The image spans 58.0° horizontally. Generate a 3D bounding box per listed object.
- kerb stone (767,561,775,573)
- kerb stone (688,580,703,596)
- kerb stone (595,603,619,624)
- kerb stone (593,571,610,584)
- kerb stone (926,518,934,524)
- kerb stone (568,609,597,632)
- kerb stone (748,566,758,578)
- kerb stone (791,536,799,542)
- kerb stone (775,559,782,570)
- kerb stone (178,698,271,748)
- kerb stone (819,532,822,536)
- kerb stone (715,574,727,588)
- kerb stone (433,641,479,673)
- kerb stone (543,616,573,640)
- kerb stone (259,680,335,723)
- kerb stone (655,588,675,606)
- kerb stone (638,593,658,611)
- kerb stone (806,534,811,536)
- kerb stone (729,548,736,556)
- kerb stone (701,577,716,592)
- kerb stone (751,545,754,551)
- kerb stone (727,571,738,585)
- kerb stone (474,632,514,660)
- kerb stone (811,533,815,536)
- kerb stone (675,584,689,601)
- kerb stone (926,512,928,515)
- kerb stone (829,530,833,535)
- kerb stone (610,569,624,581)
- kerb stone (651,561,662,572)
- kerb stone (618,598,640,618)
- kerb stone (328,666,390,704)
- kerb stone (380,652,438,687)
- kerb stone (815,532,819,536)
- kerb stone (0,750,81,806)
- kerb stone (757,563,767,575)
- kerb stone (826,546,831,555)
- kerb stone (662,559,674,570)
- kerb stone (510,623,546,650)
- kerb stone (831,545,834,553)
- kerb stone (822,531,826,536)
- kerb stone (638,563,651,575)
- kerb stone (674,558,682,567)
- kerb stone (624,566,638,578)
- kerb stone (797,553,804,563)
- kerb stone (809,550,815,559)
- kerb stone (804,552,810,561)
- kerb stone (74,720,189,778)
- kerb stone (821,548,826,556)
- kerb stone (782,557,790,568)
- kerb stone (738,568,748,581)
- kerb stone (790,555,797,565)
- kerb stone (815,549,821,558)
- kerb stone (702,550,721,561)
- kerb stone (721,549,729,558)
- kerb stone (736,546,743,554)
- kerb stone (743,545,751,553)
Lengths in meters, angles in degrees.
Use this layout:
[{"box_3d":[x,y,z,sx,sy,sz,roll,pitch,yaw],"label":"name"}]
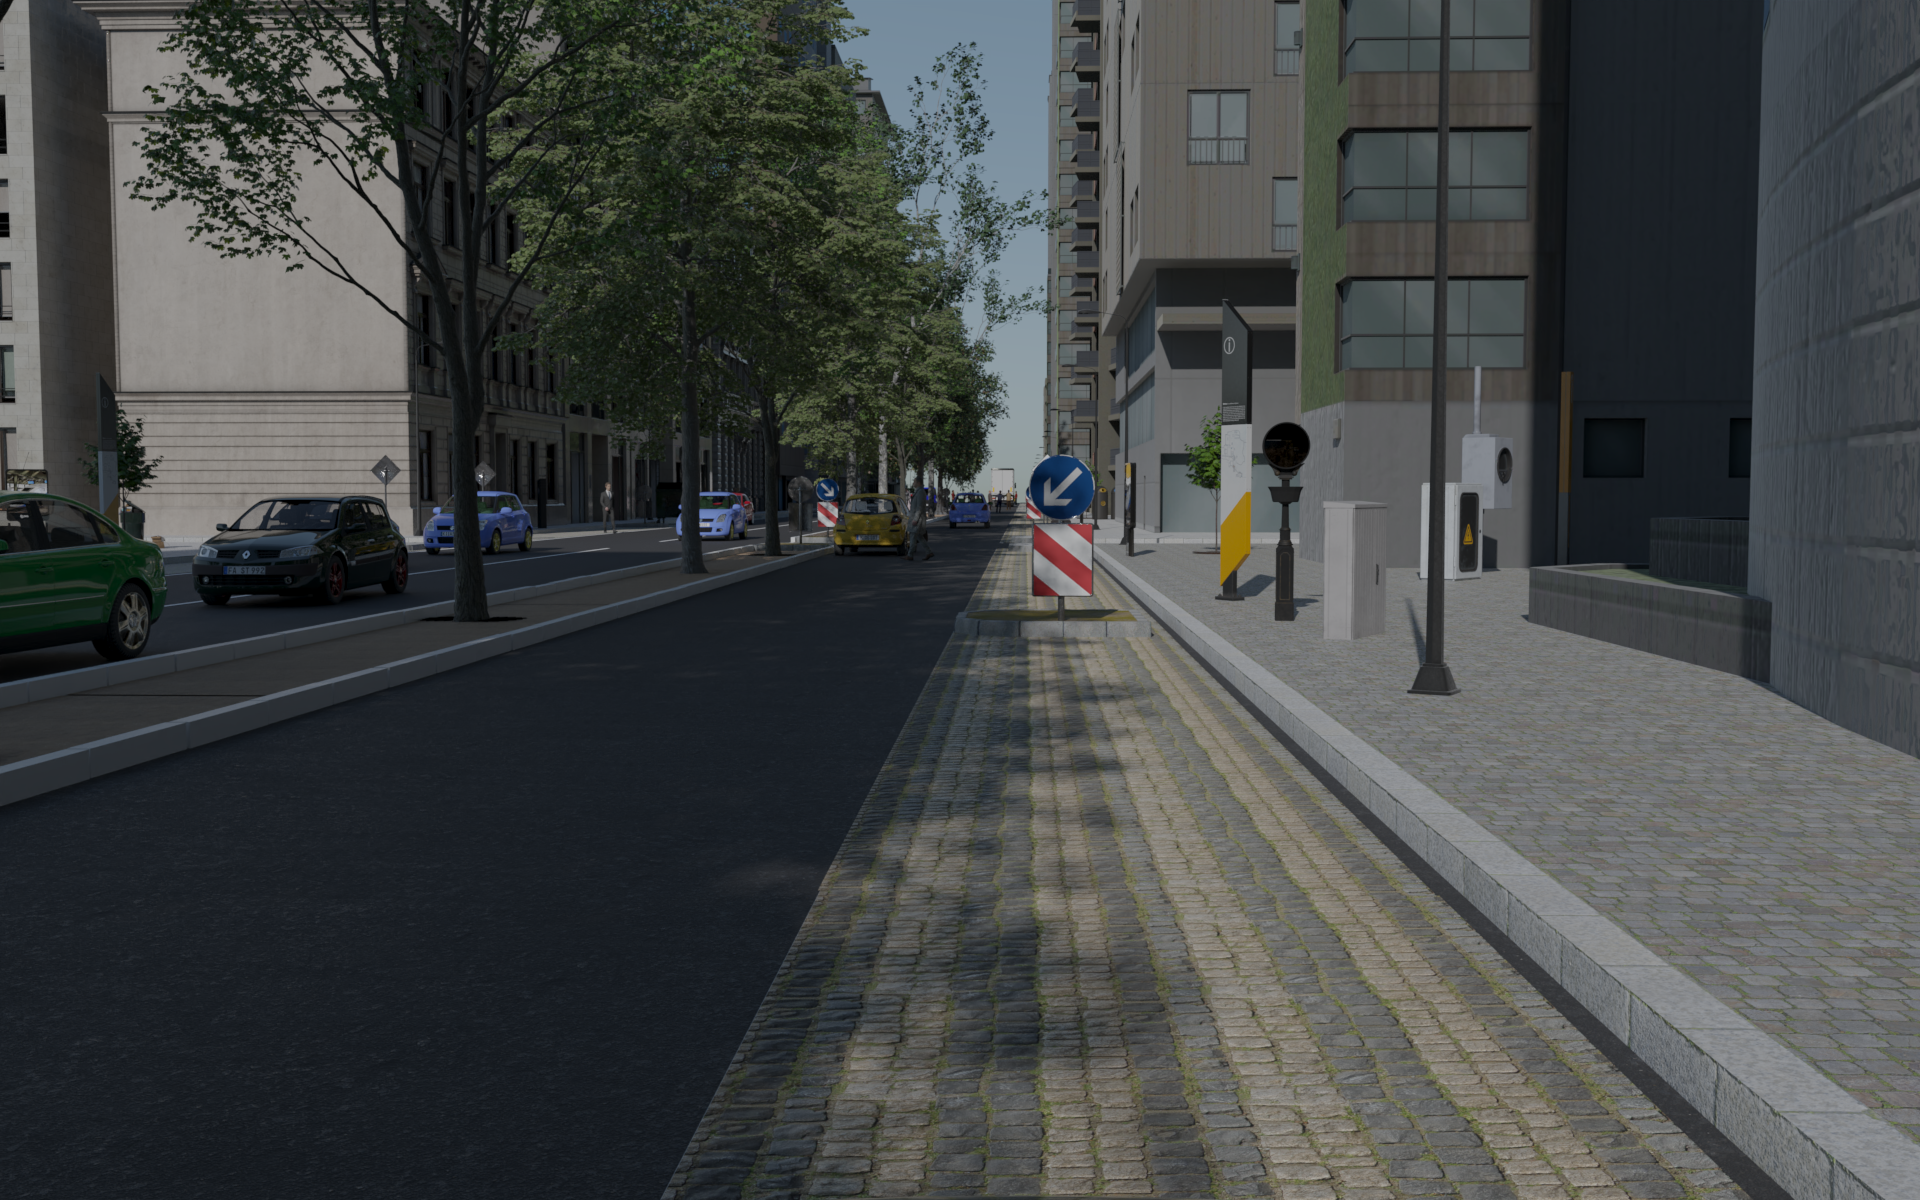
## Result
[{"box_3d":[-3.570,-0.584,31.747,0.120,0.150,1.000,0,4,2],"label":"kerb stone"},{"box_3d":[-3.842,-0.146,24.596,0.120,0.150,1.000,0,4,2],"label":"kerb stone"},{"box_3d":[-4.033,0.167,19.461,0.120,0.150,1.000,0,4,2],"label":"kerb stone"},{"box_3d":[-5.823,-0.329,27.695,0.120,0.150,1.000,0,4,2],"label":"kerb stone"},{"box_3d":[-1.512,-3.937,86.573,0.120,0.150,1.000,0,4,2],"label":"kerb stone"},{"box_3d":[-4.072,0.230,18.436,0.120,0.150,1.000,0,4,2],"label":"kerb stone"},{"box_3d":[-3.645,-0.457,29.704,0.120,0.150,1.000,0,4,2],"label":"kerb stone"},{"box_3d":[-4.930,-1.811,51.806,0.120,0.150,1.000,0,4,2],"label":"kerb stone"},{"box_3d":[-3.540,-0.642,32.770,0.120,0.150,1.000,0,4,2],"label":"kerb stone"},{"box_3d":[-4.376,0.730,10.254,0.120,0.150,1.000,0,4,2],"label":"kerb stone"},{"box_3d":[-4.727,-2.124,56.929,0.120,0.150,1.000,0,4,2],"label":"kerb stone"},{"box_3d":[-3.768,-0.272,26.639,0.120,0.150,1.000,0,4,2],"label":"kerb stone"},{"box_3d":[-4.223,0.480,14.345,0.120,0.150,1.000,0,4,2],"label":"kerb stone"},{"box_3d":[-4.108,0.295,17.414,0.120,0.150,1.000,0,4,2],"label":"kerb stone"},{"box_3d":[-4.344,0.668,11.276,0.120,0.150,1.000,0,4,2],"label":"kerb stone"},{"box_3d":[-3.910,-0.021,22.547,0.120,0.150,1.000,0,4,2],"label":"kerb stone"},{"box_3d":[-3.952,0.046,21.520,0.120,0.150,1.000,0,4,2],"label":"kerb stone"},{"box_3d":[-4.840,-1.937,53.865,0.120,0.150,1.000,0,4,2],"label":"kerb stone"},{"box_3d":[-5.370,-1.089,39.999,0.120,0.150,1.000,0,4,2],"label":"kerb stone"},{"box_3d":[-3.800,-0.209,25.617,0.120,0.150,1.000,0,4,2],"label":"kerb stone"},{"box_3d":[-5.246,-1.278,43.089,0.120,0.150,1.000,0,4,2],"label":"kerb stone"},{"box_3d":[-3.728,-0.330,27.661,0.120,0.150,1.000,0,4,2],"label":"kerb stone"},{"box_3d":[-4.191,0.417,15.371,0.120,0.150,1.000,0,4,2],"label":"kerb stone"},{"box_3d":[-4.808,-1.999,54.887,0.120,0.150,1.000,0,4,2],"label":"kerb stone"},{"box_3d":[-3.879,-0.077,23.574,0.120,0.150,1.000,0,4,2],"label":"kerb stone"},{"box_3d":[-2.183,-6.259,124.558,0.120,0.150,1.000,0,4,2],"label":"kerb stone"},{"box_3d":[-4.607,-2.312,59.996,0.120,0.150,1.000,0,4,2],"label":"kerb stone"},{"box_3d":[-5.789,-0.398,28.716,0.120,0.150,1.000,0,4,2],"label":"kerb stone"},{"box_3d":[-5.676,-0.587,31.800,0.120,0.150,1.000,0,4,2],"label":"kerb stone"},{"box_3d":[-3.989,0.104,20.491,0.120,0.150,1.000,0,4,2],"label":"kerb stone"},{"box_3d":[-4.307,0.608,12.298,0.120,0.150,1.000,0,4,2],"label":"kerb stone"},{"box_3d":[-4.262,0.543,13.324,0.120,0.150,1.000,0,4,2],"label":"kerb stone"},{"box_3d":[-4.766,-2.058,55.908,0.120,0.150,1.000,0,4,2],"label":"kerb stone"},{"box_3d":[-4.455,0.856,8.207,0.120,0.150,1.000,0,4,2],"label":"kerb stone"},{"box_3d":[-3.602,-0.522,30.726,0.120,0.150,1.000,0,4,2],"label":"kerb stone"},{"box_3d":[-3.226,-1.142,40.950,0.120,0.150,1.000,0,4,2],"label":"kerb stone"},{"box_3d":[-5.631,-0.650,32.826,0.120,0.150,1.000,0,4,2],"label":"kerb stone"},{"box_3d":[-4.143,0.358,16.392,0.120,0.150,1.000,0,4,2],"label":"kerb stone"},{"box_3d":[-3.184,-1.200,41.981,0.120,0.150,1.000,0,4,2],"label":"kerb stone"},{"box_3d":[-4.688,-2.187,57.950,0.120,0.150,1.000,0,4,2],"label":"kerb stone"},{"box_3d":[-5.709,-0.523,30.773,0.120,0.150,1.000,0,4,2],"label":"kerb stone"},{"box_3d":[-5.593,-0.713,33.853,0.120,0.150,1.000,0,4,2],"label":"kerb stone"},{"box_3d":[-5.747,-0.460,29.752,0.120,0.150,1.000,0,4,2],"label":"kerb stone"},{"box_3d":[-3.414,-0.834,35.839,0.120,0.150,1.000,0,4,2],"label":"kerb stone"},{"box_3d":[-3.345,-0.956,37.883,0.120,0.150,1.000,0,4,2],"label":"kerb stone"},{"box_3d":[-3.379,-0.897,36.861,0.120,0.150,1.000,0,4,2],"label":"kerb stone"},{"box_3d":[-4.423,0.793,9.230,0.120,0.150,1.000,0,4,2],"label":"kerb stone"},{"box_3d":[-3.265,-1.085,39.928,0.120,0.150,1.000,0,4,2],"label":"kerb stone"},{"box_3d":[-3.488,-0.705,33.796,0.120,0.150,1.000,0,4,2],"label":"kerb stone"},{"box_3d":[-3.686,-0.397,28.682,0.120,0.150,1.000,0,4,2],"label":"kerb stone"},{"box_3d":[-3.459,-0.768,34.818,0.120,0.150,1.000,0,4,2],"label":"kerb stone"},{"box_3d":[-3.302,-1.022,38.906,0.120,0.150,1.000,0,4,2],"label":"kerb stone"},{"box_3d":[-5.446,-0.961,37.956,0.120,0.150,1.000,0,4,2],"label":"kerb stone"},{"box_3d":[-5.400,-1.026,38.977,0.120,0.150,1.000,0,4,2],"label":"kerb stone"},{"box_3d":[-5.331,-1.152,41.028,0.120,0.150,1.000,0,4,2],"label":"kerb stone"},{"box_3d":[-5.283,-1.215,42.059,0.120,0.150,1.000,0,4,2],"label":"kerb stone"}]
